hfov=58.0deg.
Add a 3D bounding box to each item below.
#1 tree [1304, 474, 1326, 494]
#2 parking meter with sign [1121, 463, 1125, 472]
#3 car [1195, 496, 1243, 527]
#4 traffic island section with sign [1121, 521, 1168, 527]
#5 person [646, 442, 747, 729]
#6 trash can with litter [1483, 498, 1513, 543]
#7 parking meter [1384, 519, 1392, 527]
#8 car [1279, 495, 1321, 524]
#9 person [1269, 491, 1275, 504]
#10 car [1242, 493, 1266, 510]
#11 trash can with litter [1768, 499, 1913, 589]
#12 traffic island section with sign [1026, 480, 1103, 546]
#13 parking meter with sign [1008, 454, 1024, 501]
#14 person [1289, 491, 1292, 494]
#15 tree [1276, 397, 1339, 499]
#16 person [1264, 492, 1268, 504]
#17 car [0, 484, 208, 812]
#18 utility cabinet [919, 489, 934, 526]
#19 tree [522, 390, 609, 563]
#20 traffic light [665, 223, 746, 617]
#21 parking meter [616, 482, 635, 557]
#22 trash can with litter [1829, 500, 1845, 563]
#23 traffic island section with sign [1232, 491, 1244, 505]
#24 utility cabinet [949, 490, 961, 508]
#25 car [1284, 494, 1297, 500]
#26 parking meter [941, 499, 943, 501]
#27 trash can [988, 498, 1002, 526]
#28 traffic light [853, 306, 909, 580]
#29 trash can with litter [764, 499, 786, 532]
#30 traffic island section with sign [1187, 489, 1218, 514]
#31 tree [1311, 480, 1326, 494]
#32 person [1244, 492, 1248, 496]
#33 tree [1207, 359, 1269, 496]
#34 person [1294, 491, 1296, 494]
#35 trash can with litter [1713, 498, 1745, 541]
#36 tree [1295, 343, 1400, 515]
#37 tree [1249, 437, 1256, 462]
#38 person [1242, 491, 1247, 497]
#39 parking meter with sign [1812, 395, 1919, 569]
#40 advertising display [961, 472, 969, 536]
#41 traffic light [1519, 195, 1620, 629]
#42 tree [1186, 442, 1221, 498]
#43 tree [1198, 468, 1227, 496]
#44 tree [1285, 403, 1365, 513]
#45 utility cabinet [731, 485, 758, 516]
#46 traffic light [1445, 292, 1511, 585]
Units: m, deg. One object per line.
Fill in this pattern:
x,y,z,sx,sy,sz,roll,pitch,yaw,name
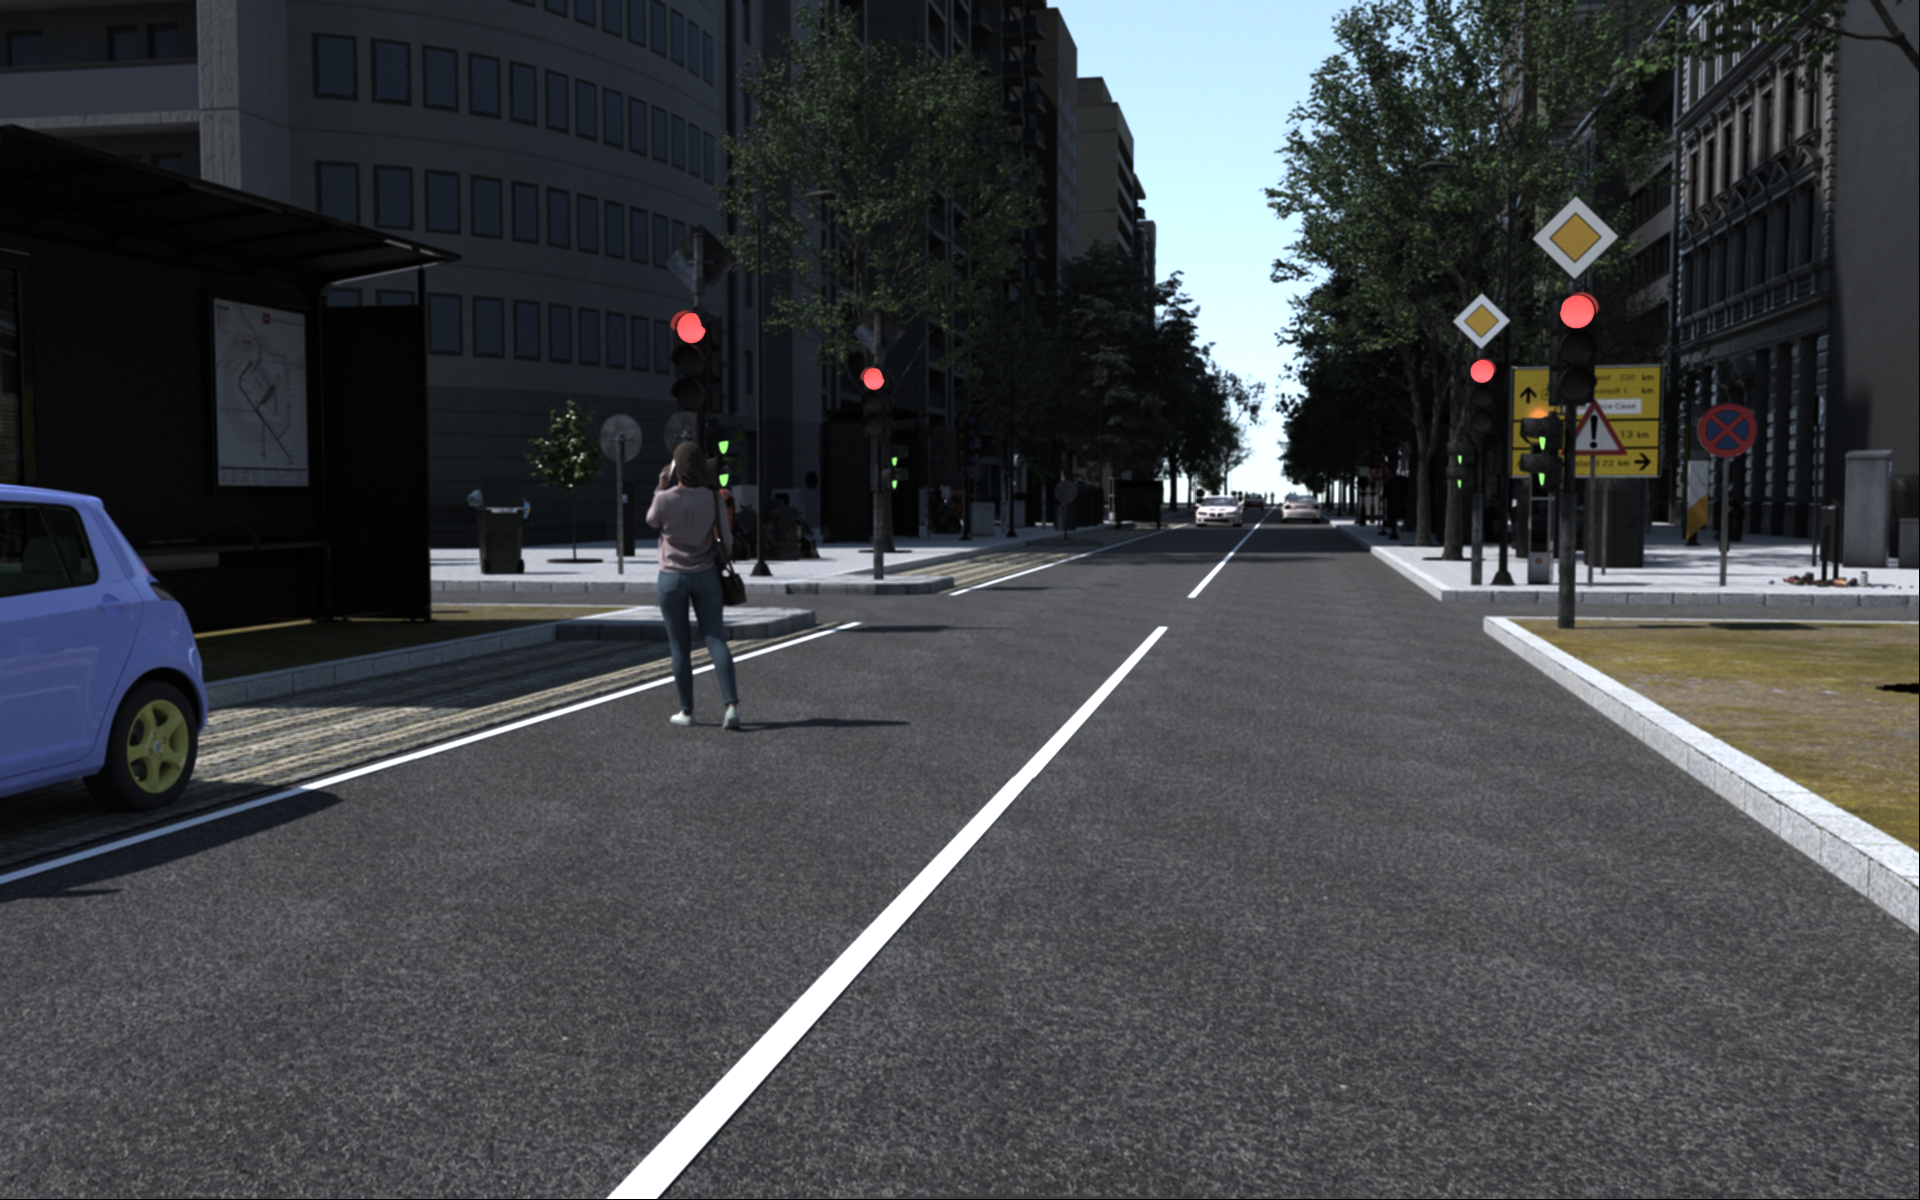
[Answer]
49.486,-15.755,241.300,4.285,4.588,4.351,0,3,0,tree
9.075,-6.126,96.424,0.543,3.016,1.738,1,4,18,parking meter with sign
11.442,-3.909,76.280,2.083,1.381,4.827,1,4,12,car
8.005,-4.061,75.017,1.989,1.847,2.006,1,4,11,traffic island section with sign
-1.587,-0.093,10.616,0.593,1.750,0.643,-1,4,-20,person
14.243,-2.081,45.411,0.624,1.170,1.055,-3,5,-44,trash can with litter
16.610,-3.753,67.080,0.255,1.863,0.399,3,5,43,parking meter
16.674,-4.434,84.858,2.083,1.381,4.827,1,4,9,car
43.370,-14.192,240.620,0.705,1.814,1.350,-2,4,-29,person
26.537,-9.014,156.412,2.155,1.783,4.494,1,4,9,car
12.369,-0.830,24.621,1.678,1.210,2.233,1,4,10,trash can with litter
2.952,-2.420,48.197,1.989,1.847,2.006,1,4,11,traffic island section with sign
2.335,-4.800,74.745,0.543,3.016,1.738,1,4,15,parking meter with sign
44.188,-13.643,231.641,1.350,1.814,0.705,0,4,6,person
44.317,-18.955,216.575,9.857,13.997,8.962,0,3,0,tree
43.942,-14.623,248.120,0.750,1.759,0.617,3,5,45,person
-4.678,0.176,6.710,1.945,1.707,3.694,1,4,11,car
-1.368,-3.745,69.906,0.318,1.500,1.173,1,4,15,utility cabinet
-7.376,-2.315,32.448,1.663,3.219,1.824,0,3,0,tree
-2.685,-1.780,18.029,0.839,4.253,0.868,1,4,11,traffic light
-6.890,-1.667,35.659,0.372,1.533,0.369,0,3,0,parking meter
16.574,-1.274,32.216,0.624,1.170,1.055,0,4,6,trash can with litter
37.611,-13.660,231.961,1.989,1.847,2.006,1,4,11,traffic island section with sign
-0.239,-5.708,102.003,1.173,1.500,0.318,0,4,-3,utility cabinet
43.719,-13.405,228.216,2.155,1.783,4.494,1,4,11,car
-1.108,-5.691,98.751,0.255,1.863,0.399,-1,4,-18,parking meter
1.484,-3.620,70.840,0.748,1.137,0.748,0,3,0,trash can
-1.205,-2.260,25.876,0.839,4.253,0.868,1,4,11,traffic light
-4.585,-1.846,41.561,0.624,1.170,1.055,2,4,28,trash can with litter
17.312,-7.078,124.351,1.989,1.847,2.006,1,4,11,traffic island section with sign
50.993,-15.535,248.600,1.663,3.219,1.824,0,3,0,tree
39.669,-14.058,239.163,1.217,1.723,0.721,-2,4,-24,person
37.191,-23.618,242.039,12.611,20.169,13.585,0,3,0,tree
46.078,-14.060,238.519,1.348,1.807,0.705,0,4,-4,person
20.834,-2.182,47.062,0.624,1.170,1.055,0,4,-7,trash can with litter
24.682,-11.541,106.819,7.486,12.596,7.792,0,3,0,tree
33.327,-19.237,224.893,12.009,13.543,11.850,0,3,0,tree
34.120,-12.125,207.270,0.750,1.759,0.617,0,4,4,person
15.790,-2.069,30.087,1.738,3.016,0.543,2,4,35,parking meter with sign
0.145,-2.741,50.030,0.123,1.923,0.974,0,4,-6,advertising display
5.780,-1.684,16.454,0.839,4.253,0.868,1,4,11,traffic light
23.960,-13.685,174.115,4.360,8.622,3.978,0,3,0,tree
28.164,-12.846,193.740,4.285,4.588,4.351,0,3,0,tree
29.838,-12.528,139.243,8.767,10.594,7.601,2,4,33,tree
-5.260,-2.081,42.705,0.318,1.500,1.173,1,4,18,utility cabinet
7.261,-2.164,24.301,0.839,4.253,0.868,1,4,11,traffic light
